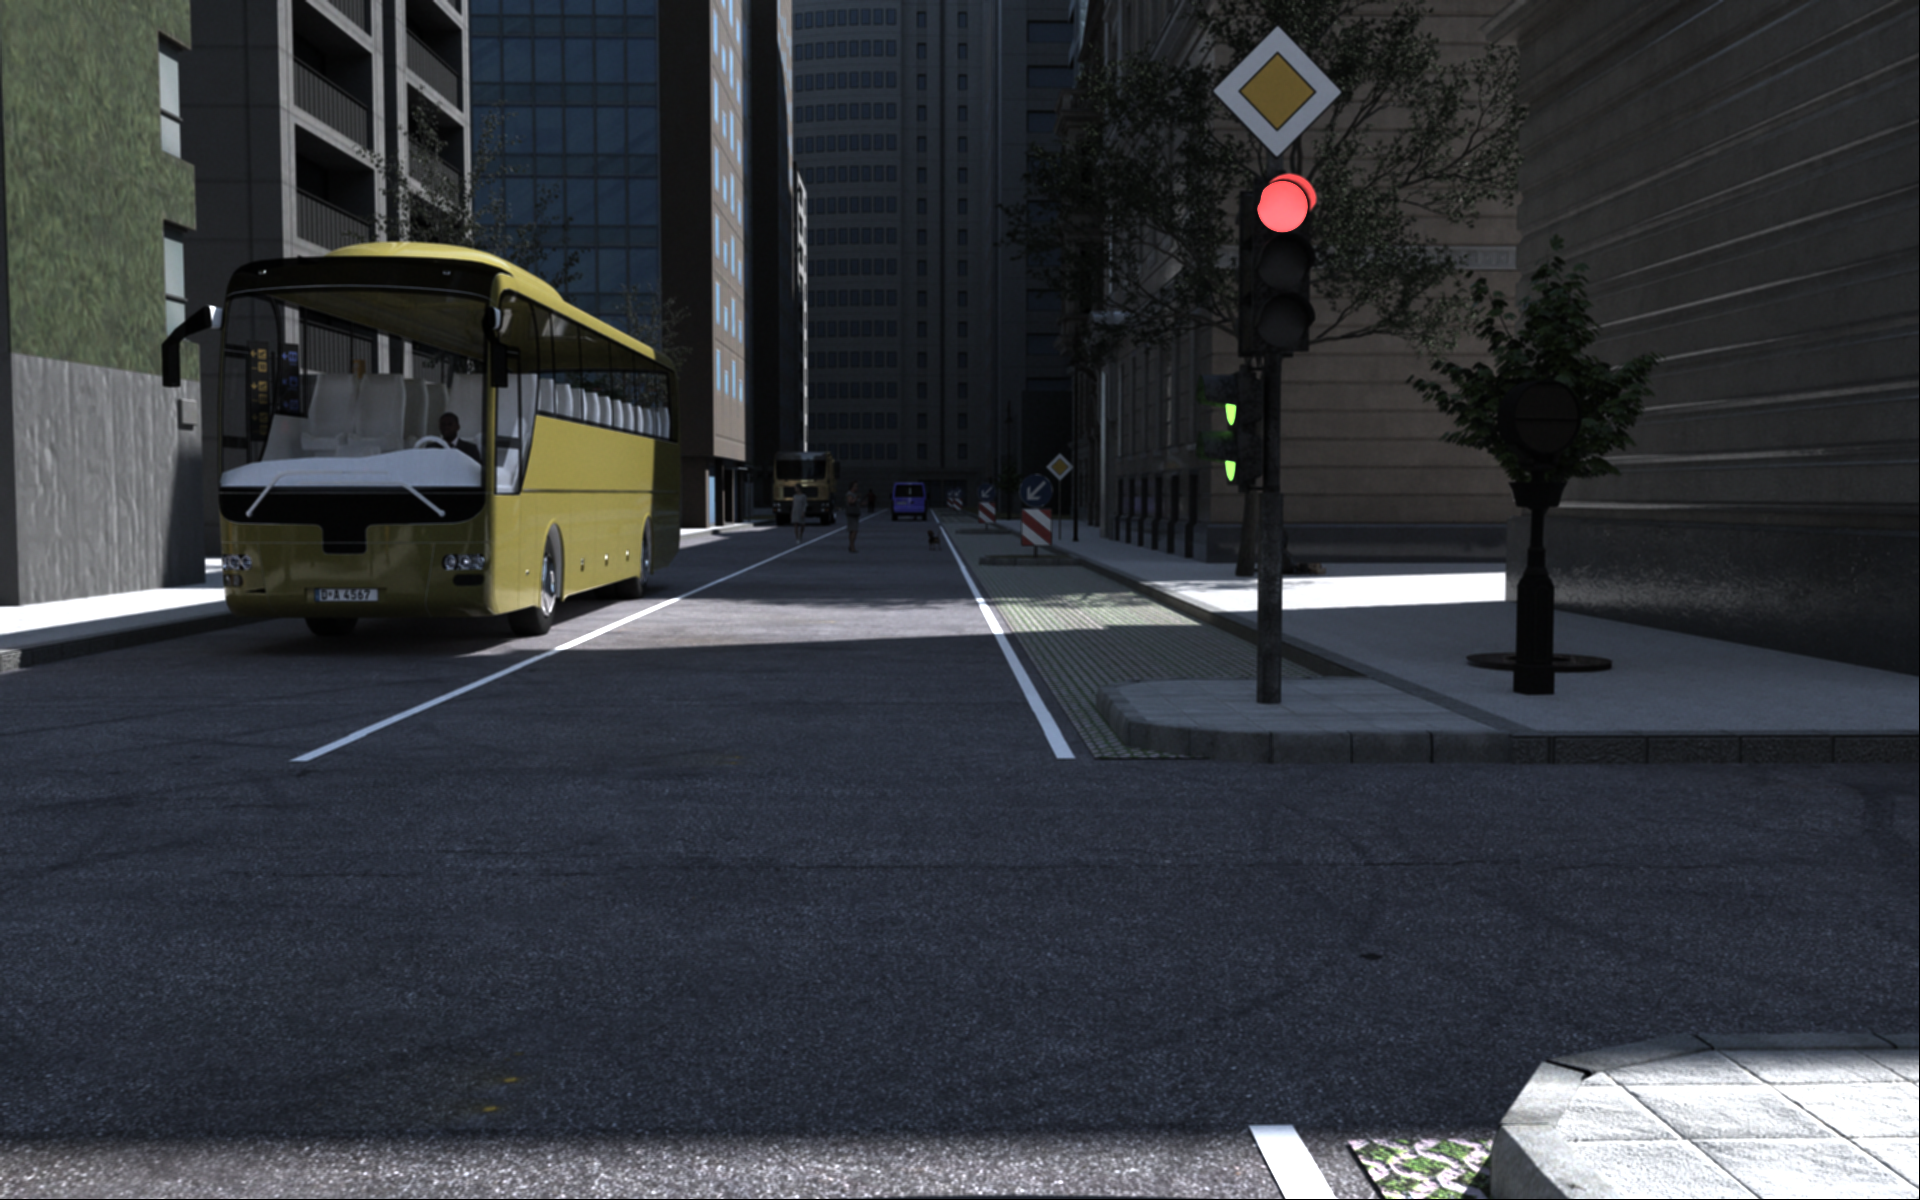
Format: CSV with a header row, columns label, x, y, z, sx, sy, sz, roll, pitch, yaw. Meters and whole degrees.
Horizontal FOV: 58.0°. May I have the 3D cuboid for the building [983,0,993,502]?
label,x,y,z,sx,sy,sz,roll,pitch,yaw
building,9.448,-30.782,153.398,14.600,45.320,14.200,0,4,-1

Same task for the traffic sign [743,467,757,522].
label,x,y,z,sx,sy,sz,roll,pitch,yaw
traffic sign,-9.850,-4.939,80.855,0.768,2.556,0.104,1,4,8

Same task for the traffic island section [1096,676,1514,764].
label,x,y,z,sx,sy,sz,roll,pitch,yaw
traffic island section,1.922,0.711,10.658,2.009,0.180,2.903,0,4,-1

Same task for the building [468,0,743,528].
label,x,y,z,sx,sy,sz,roll,pitch,yaw
building,-16.160,-25.667,69.768,14.600,45.320,14.200,0,4,-1

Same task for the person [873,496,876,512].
label,x,y,z,sx,sy,sz,roll,pitch,yaw
person,-7.089,-7.905,141.009,0.557,1.426,1.065,2,4,34

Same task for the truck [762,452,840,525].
label,x,y,z,sx,sy,sz,roll,pitch,yaw
truck,-7.232,-5.213,81.162,3.469,3.379,9.791,0,4,-2

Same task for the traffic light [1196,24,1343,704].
label,x,y,z,sx,sy,sz,roll,pitch,yaw
traffic light,1.882,-1.322,10.543,0.839,4.253,0.868,0,4,-1

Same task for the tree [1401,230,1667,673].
label,x,y,z,sx,sy,sz,roll,pitch,yaw
tree,4.400,-1.109,12.742,1.663,3.219,1.824,0,3,0

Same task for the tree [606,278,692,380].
label,x,y,z,sx,sy,sz,roll,pitch,yaw
tree,-11.084,-6.628,58.733,4.360,8.622,3.978,0,3,0

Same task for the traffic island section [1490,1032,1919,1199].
label,x,y,z,sx,sy,sz,roll,pitch,yaw
traffic island section,2.093,1.199,2.675,2.009,0.180,2.903,0,4,-1

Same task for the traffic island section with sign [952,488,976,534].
label,x,y,z,sx,sy,sz,roll,pitch,yaw
traffic island section with sign,0.830,-3.277,62.200,1.989,1.847,2.006,0,4,-1

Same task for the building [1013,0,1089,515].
label,x,y,z,sx,sy,sz,roll,pitch,yaw
building,15.107,-48.208,100.865,22.319,86.520,31.000,0,4,-1

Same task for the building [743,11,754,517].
label,x,y,z,sx,sy,sz,roll,pitch,yaw
building,-18.803,-19.602,92.201,14.160,30.474,14.107,0,4,-1

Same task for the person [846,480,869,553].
label,x,y,z,sx,sy,sz,roll,pitch,yaw
person,-2.563,-2.057,42.495,0.532,1.782,0.716,1,4,16

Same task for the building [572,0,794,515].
label,x,y,z,sx,sy,sz,roll,pitch,yaw
building,-19.953,-29.341,129.835,14.600,45.320,14.200,0,4,-1

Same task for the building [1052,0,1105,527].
label,x,y,z,sx,sy,sz,roll,pitch,yaw
building,11.010,-15.260,68.578,14.460,24.649,34.723,0,4,-1

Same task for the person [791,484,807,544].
label,x,y,z,sx,sy,sz,roll,pitch,yaw
person,-4.674,-2.501,50.134,0.466,1.731,0.760,-1,4,-10

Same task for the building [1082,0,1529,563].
label,x,y,z,sx,sy,sz,roll,pitch,yaw
building,10.579,-15.606,41.070,13.634,28.700,20.117,0,4,-1

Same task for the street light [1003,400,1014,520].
label,x,y,z,sx,sy,sz,roll,pitch,yaw
street light,2.395,-6.864,85.018,0.468,5.910,1.993,0,4,-1

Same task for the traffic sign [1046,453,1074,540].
label,x,y,z,sx,sy,sz,roll,pitch,yaw
traffic sign,2.790,-2.888,48.396,0.795,2.450,0.064,0,4,4

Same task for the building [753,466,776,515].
label,x,y,z,sx,sy,sz,roll,pitch,yaw
building,-27.208,-25.618,110.743,32.217,40.220,23.993,0,4,-1

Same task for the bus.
label,x,y,z,sx,sy,sz,roll,pitch,yaw
bus,-5.451,-1.788,20.779,2.896,3.916,12.252,0,4,-1

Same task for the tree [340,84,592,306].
label,x,y,z,sx,sy,sz,roll,pitch,yaw
tree,-9.166,-5.005,32.188,4.360,8.622,3.978,0,3,0

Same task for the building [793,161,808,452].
label,x,y,z,sx,sy,sz,roll,pitch,yaw
building,-20.654,-23.316,152.914,14.107,30.474,14.160,0,4,-1

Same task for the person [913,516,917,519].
label,x,y,z,sx,sy,sz,roll,pitch,yaw
person,-2.632,-5.252,97.608,0.697,1.427,0.421,1,4,20

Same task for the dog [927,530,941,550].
label,x,y,z,sx,sy,sz,roll,pitch,yaw
dog,-0.669,-1.526,44.242,0.540,0.507,0.406,2,4,26

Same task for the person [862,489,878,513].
label,x,y,z,sx,sy,sz,roll,pitch,yaw
person,-6.831,-7.554,131.950,1.348,1.831,0.705,-2,4,-28

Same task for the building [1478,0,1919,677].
label,x,y,z,sx,sy,sz,roll,pitch,yaw
building,15.890,-11.415,15.521,19.941,23.489,11.050,0,4,-1

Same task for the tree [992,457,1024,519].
label,x,y,z,sx,sy,sz,roll,pitch,yaw
tree,2.445,-5.739,88.431,1.663,3.219,1.824,0,3,0

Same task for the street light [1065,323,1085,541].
label,x,y,z,sx,sy,sz,roll,pitch,yaw
street light,3.144,-4.535,46.930,0.468,5.910,1.993,0,4,-1

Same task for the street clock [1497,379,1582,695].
label,x,y,z,sx,sy,sz,roll,pitch,yaw
street clock,3.695,-0.399,11.096,0.471,2.002,0.358,-1,4,-10

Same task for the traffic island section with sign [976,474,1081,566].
label,x,y,z,sx,sy,sz,roll,pitch,yaw
traffic island section with sign,1.393,-1.628,35.251,1.989,1.847,2.006,0,4,-1

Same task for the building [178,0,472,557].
label,x,y,z,sx,sy,sz,roll,pitch,yaw
building,-21.952,-37.018,43.491,20.563,71.187,20.611,0,4,-1

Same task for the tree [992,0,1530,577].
label,x,y,z,sx,sy,sz,roll,pitch,yaw
tree,4.564,-5.626,26.402,8.767,10.594,7.601,-2,4,-23

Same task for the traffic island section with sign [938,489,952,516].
label,x,y,z,sx,sy,sz,roll,pitch,yaw
traffic island section with sign,-0.275,-6.391,113.119,1.989,1.847,2.006,0,4,-1

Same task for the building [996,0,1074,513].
label,x,y,z,sx,sy,sz,roll,pitch,yaw
building,12.974,-36.050,131.412,21.231,58.520,28.212,0,4,-1

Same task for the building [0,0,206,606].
label,x,y,z,sx,sy,sz,roll,pitch,yaw
building,-17.736,-20.374,16.708,14.154,41.232,14.086,0,4,-1

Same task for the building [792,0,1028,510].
label,x,y,z,sx,sy,sz,roll,pitch,yaw
building,-7.950,-38.991,179.501,28.212,58.520,21.231,0,4,-1

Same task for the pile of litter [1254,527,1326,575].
label,x,y,z,sx,sy,sz,roll,pitch,yaw
pile of litter,5.326,-0.871,28.203,1.176,0.858,1.719,0,4,-2

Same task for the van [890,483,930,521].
label,x,y,z,sx,sy,sz,roll,pitch,yaw
van,-2.735,-5.481,93.994,2.240,2.365,5.245,0,4,-1
